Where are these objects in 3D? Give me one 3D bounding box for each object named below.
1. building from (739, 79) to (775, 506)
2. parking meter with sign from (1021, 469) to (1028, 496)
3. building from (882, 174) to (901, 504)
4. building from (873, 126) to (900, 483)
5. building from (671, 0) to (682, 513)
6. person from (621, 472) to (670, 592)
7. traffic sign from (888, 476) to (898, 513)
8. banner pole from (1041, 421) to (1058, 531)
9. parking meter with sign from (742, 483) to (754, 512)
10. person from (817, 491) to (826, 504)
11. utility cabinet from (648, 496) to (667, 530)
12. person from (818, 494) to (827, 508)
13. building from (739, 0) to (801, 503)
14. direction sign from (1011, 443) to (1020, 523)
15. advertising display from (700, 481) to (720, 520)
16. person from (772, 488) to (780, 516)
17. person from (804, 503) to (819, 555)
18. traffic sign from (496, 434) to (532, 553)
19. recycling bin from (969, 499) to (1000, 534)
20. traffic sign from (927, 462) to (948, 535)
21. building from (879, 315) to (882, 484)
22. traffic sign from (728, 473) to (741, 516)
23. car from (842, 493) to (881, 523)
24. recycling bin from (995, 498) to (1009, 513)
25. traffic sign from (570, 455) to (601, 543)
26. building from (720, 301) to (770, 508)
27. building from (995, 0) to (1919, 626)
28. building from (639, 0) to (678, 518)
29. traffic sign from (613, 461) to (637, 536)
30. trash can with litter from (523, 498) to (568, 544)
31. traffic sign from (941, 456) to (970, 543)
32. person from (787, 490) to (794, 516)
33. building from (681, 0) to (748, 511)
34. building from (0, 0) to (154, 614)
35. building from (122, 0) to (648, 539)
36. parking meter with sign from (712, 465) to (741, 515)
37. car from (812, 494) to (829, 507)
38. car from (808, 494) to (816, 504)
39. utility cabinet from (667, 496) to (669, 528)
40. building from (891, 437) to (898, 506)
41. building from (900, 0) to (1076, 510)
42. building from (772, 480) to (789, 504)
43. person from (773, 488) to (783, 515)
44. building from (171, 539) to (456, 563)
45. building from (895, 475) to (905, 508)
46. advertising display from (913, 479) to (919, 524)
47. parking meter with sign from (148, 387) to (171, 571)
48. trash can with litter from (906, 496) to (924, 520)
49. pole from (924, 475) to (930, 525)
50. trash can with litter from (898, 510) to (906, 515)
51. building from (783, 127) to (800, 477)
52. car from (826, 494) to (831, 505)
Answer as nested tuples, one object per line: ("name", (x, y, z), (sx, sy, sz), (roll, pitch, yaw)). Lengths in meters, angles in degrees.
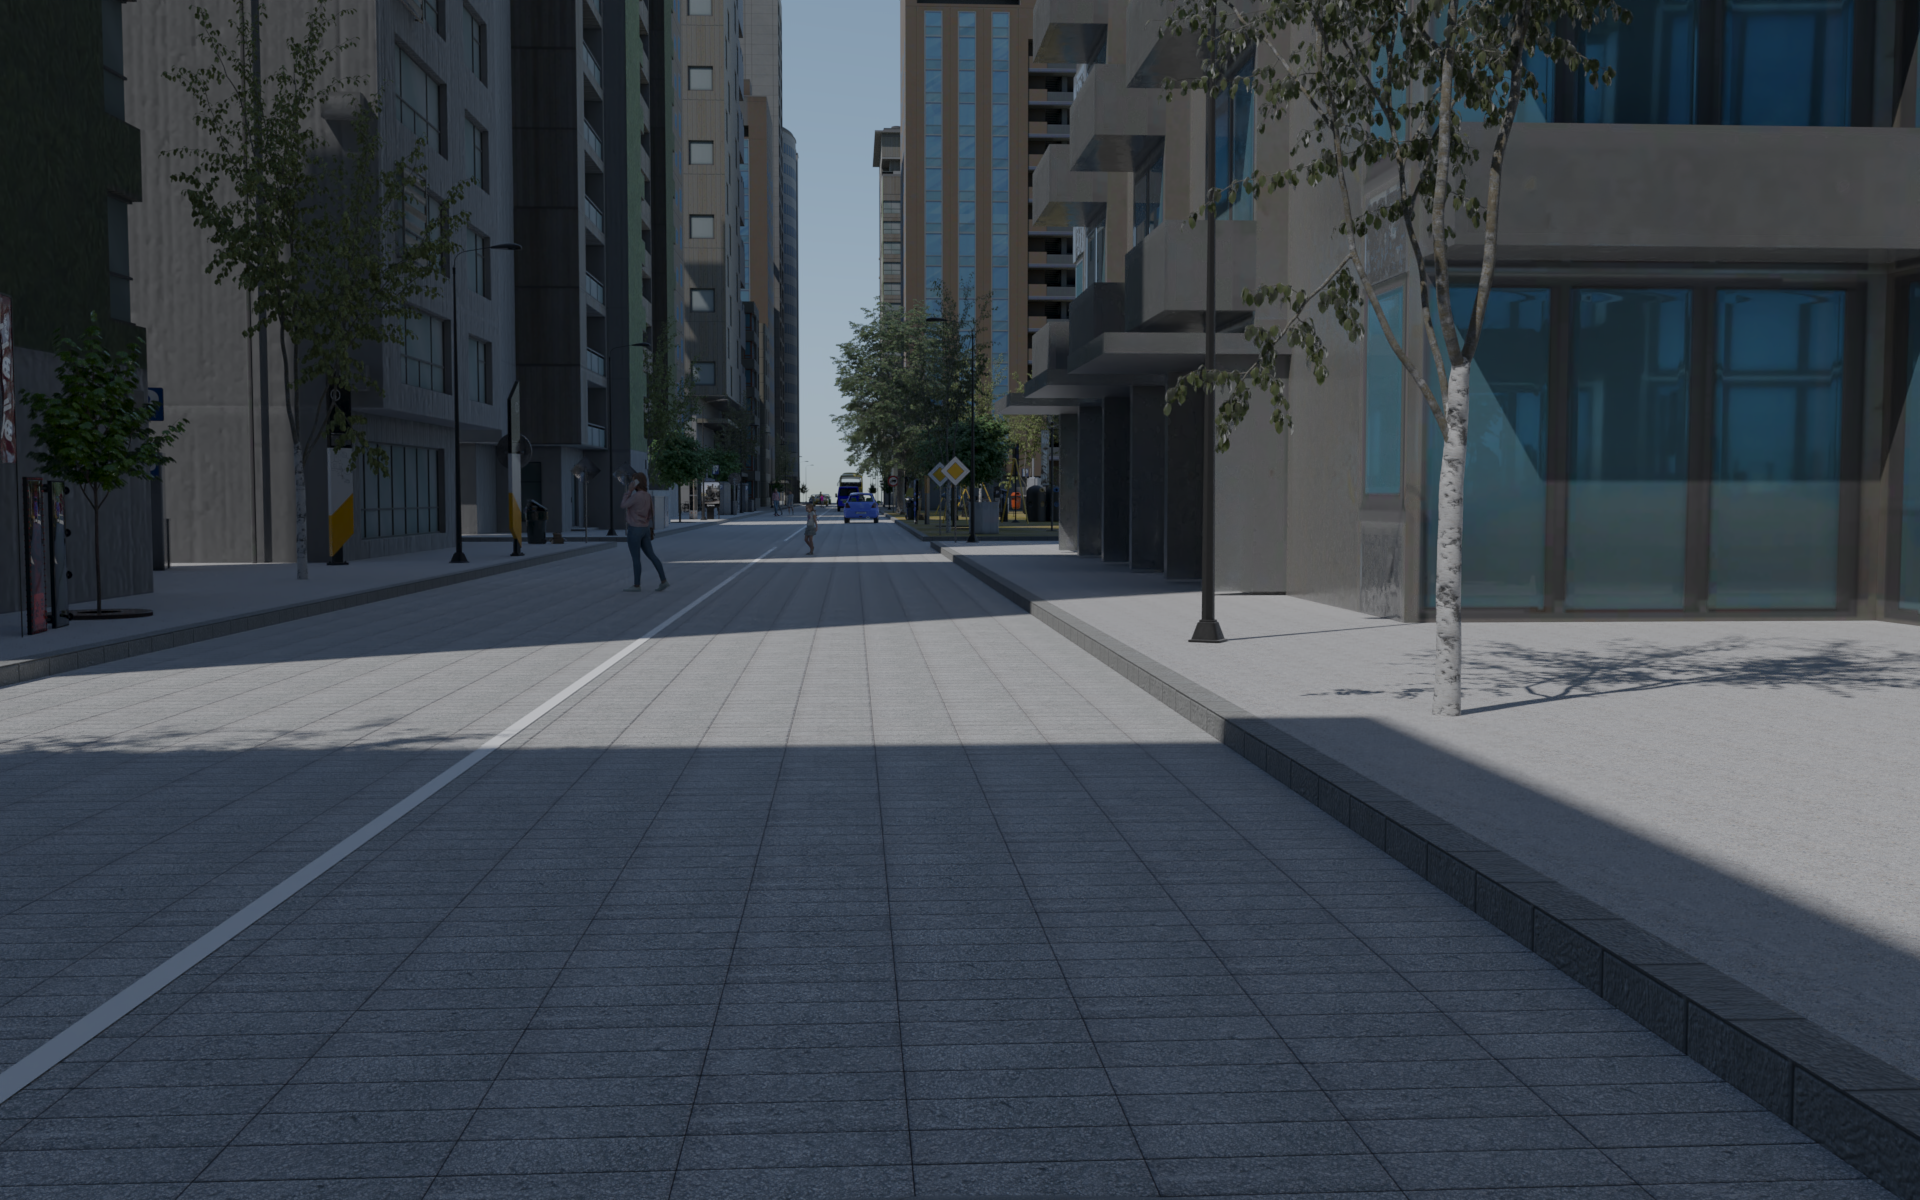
("building", (-27.786, -33.080, 190.963), (14.600, 45.320, 14.200), (0, 4, -4))
("parking meter with sign", (4.931, -7.438, 117.867), (0.543, 3.016, 1.738), (-3, 4, -36))
("building", (-3.021, -33.048, 223.932), (14.154, 41.232, 14.086), (0, 4, -4))
("building", (2.214, -40.131, 245.385), (28.713, 52.752, 27.495), (0, 4, -4))
("building", (-25.315, -28.151, 110.386), (14.600, 45.320, 14.200), (0, 4, -4))
("person", (-4.620, -1.000, 25.440), (0.643, 1.750, 0.593), (1, 4, 19))
("traffic sign", (-4.592, -7.278, 119.093), (0.768, 2.556, 0.104), (0, 4, -3))
("banner pole", (3.024, -4.252, 59.540), (0.401, 3.779, 0.863), (3, 5, 41))
("parking meter with sign", (-15.440, -7.755, 123.050), (1.738, 3.016, 0.543), (2, 4, 25))
("person", (-15.203, -11.054, 190.018), (1.217, 1.735, 0.721), (2, 4, 32))
("utility cabinet", (-10.940, -3.123, 62.223), (0.306, 1.237, 1.020), (1, 4, 10))
("person", (-14.185, -10.208, 178.622), (0.991, 1.433, 0.599), (-1, 4, -20))
("building", (-33.200, -49.354, 245.193), (20.563, 71.187, 20.611), (0, 4, -4))
("direction sign", (2.499, -5.249, 77.818), (0.379, 3.537, 0.876), (-1, 4, -16))
("advertising display", (-12.564, -5.012, 87.154), (0.974, 1.923, 0.123), (-1, 4, -15))
("person", (-11.918, -6.332, 112.030), (0.555, 1.821, 0.388), (-3, 4, -39))
("person", (-3.466, -1.677, 40.929), (0.382, 1.210, 0.505), (-3, 4, -36))
("traffic sign", (-9.301, -2.202, 36.117), (0.768, 2.556, 0.104), (0, 4, 6))
("recycling bin", (0.769, -2.645, 55.801), (0.722, 1.027, 0.722), (-2, 4, -35))
("traffic sign", (-0.619, -3.061, 53.685), (0.795, 2.450, 0.064), (0, 4, -4))
("building", (-1.649, -37.856, 273.572), (22.147, 44.769, 28.867), (0, 4, -4))
("traffic sign", (-13.491, -6.330, 103.606), (0.768, 2.556, 0.104), (0, 4, 2))
("car", (-4.897, -4.686, 86.211), (1.945, 1.707, 3.694), (0, 4, -2))
("recycling bin", (2.763, -6.230, 114.411), (0.722, 1.027, 0.722), (2, 4, 26))
("traffic sign", (-9.750, -2.538, 45.138), (0.795, 2.450, 0.064), (0, 4, -4))
("building", (-33.142, -19.816, 169.037), (27.650, 21.520, 28.899), (0, 4, -4))
("building", (13.139, -25.051, 29.189), (23.786, 49.044, 30.456), (0, 4, -4))
("building", (-22.368, -19.399, 88.867), (14.160, 30.474, 14.107), (0, 4, -4))
("traffic sign", (-10.246, -3.025, 53.108), (0.795, 2.450, 0.064), (0, 4, -4))
("trash can with litter", (-10.670, -2.031, 44.587), (1.055, 1.170, 0.624), (-2, 4, -24))
("traffic sign", (-0.123, -2.573, 45.716), (0.795, 2.450, 0.064), (0, 4, -4))
("person", (-11.245, -6.462, 114.910), (0.466, 1.731, 0.760), (1, 4, 10))
("building", (-31.553, -33.685, 139.984), (28.713, 52.752, 27.495), (0, 4, -4))
("building", (-17.076, -14.840, 14.344), (14.160, 30.474, 14.107), (0, 4, -4))
("building", (-18.758, -22.968, 59.120), (14.154, 41.232, 14.086), (0, 4, -4))
("parking meter with sign", (-14.273, -6.665, 105.234), (0.543, 3.016, 1.738), (2, 4, 33))
("car", (-16.076, -11.603, 199.928), (2.015, 1.641, 3.980), (0, 4, -3))
("car", (-18.964, -13.214, 228.054), (2.014, 1.417, 4.499), (0, 4, -2))
("utility cabinet", (-11.217, -3.321, 65.461), (0.306, 1.237, 1.020), (0, 4, -2))
("building", (3.983, -53.489, 187.215), (22.319, 86.520, 31.000), (0, 4, -4))
("building", (2.236, -30.071, 141.768), (14.600, 45.320, 14.200), (0, 4, -4))
("building", (-38.520, -32.484, 222.987), (32.217, 40.220, 23.993), (0, 4, -4))
("person", (-12.569, -6.776, 119.156), (0.748, 1.841, 0.638), (3, 5, 41))
("building", (-18.011, -21.646, 37.504), (14.086, 41.232, 14.154), (0, 4, -4))
("building", (10.218, -28.724, 161.517), (32.217, 40.220, 23.993), (0, 4, -4))
("advertising display", (-1.881, -4.206, 73.986), (0.123, 1.923, 0.974), (0, 4, -7))
("parking meter with sign", (-13.586, -2.010, 29.122), (0.543, 3.016, 1.738), (-1, 4, -20))
("trash can with litter", (-2.115, -4.717, 88.511), (0.624, 1.170, 1.055), (-2, 4, -30))
("pole", (-1.388, -4.830, 72.815), (0.158, 3.312, 0.155), (0, 3, 0))
("trash can with litter", (-3.314, -5.916, 108.110), (1.055, 1.170, 0.624), (-1, 4, -16))
("building", (-36.031, -44.515, 269.816), (21.231, 58.520, 28.212), (0, 4, -4))
("car", (-18.581, -13.983, 237.424), (1.959, 1.807, 4.718), (0, 4, -3))
